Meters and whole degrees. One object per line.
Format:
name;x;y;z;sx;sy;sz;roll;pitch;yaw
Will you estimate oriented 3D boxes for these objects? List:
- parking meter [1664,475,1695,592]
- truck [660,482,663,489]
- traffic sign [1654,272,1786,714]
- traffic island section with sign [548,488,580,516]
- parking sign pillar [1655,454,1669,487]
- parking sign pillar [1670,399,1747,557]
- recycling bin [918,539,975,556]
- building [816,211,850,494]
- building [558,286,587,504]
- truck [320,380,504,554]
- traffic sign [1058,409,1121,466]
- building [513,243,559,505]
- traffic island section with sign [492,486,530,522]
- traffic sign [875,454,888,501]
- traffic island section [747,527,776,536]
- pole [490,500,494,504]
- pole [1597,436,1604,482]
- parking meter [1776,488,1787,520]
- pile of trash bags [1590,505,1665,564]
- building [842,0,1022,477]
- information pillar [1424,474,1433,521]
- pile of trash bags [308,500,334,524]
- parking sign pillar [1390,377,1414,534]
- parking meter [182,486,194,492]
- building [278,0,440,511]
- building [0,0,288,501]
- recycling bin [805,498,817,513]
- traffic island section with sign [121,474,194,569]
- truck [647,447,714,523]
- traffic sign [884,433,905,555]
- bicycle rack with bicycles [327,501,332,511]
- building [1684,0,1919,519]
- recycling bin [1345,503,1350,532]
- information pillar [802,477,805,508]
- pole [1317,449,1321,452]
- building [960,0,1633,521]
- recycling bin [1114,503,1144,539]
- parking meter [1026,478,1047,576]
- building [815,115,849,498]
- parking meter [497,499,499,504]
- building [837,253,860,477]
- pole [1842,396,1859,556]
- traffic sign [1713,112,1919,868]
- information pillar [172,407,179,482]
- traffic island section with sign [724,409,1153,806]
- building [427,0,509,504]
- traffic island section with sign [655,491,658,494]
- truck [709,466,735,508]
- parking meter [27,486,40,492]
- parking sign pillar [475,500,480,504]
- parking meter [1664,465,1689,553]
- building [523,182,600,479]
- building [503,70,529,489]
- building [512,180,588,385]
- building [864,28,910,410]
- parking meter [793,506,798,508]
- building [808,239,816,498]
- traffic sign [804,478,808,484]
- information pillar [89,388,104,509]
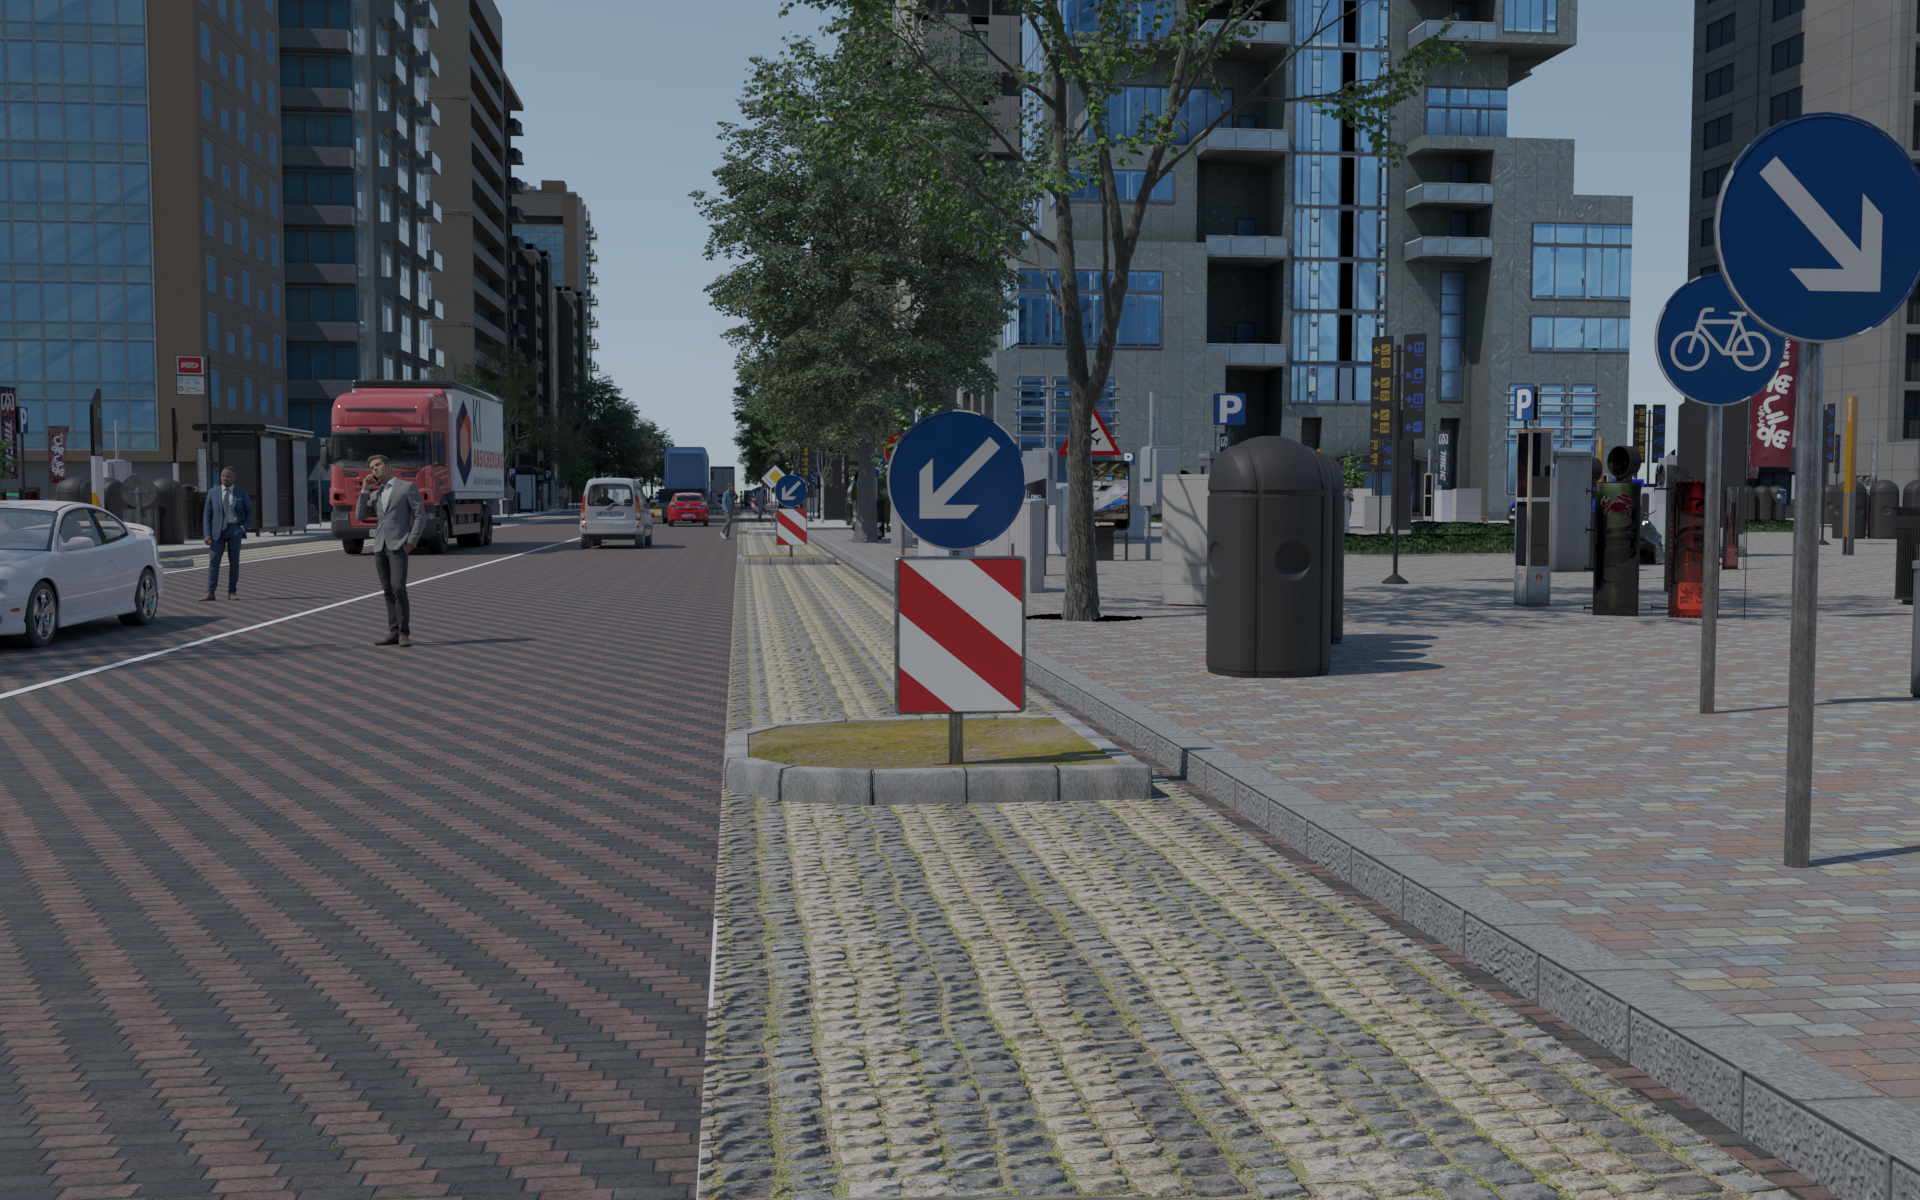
parking meter;9.446;-0.874;22.707;0.372;1.533;0.369;0;3;0
truck;-33.724;-12.840;205.852;3.469;3.379;9.791;0;4;-8
traffic sign;4.369;-0.608;10.054;0.768;2.556;0.104;0;4;-2
traffic island section with sign;-26.485;-6.557;115.839;1.989;1.847;2.006;0;4;-7
parking sign pillar;42.159;-7.040;103.579;1.447;3.967;1.447;-2;4;-30
parking sign pillar;15.455;-2.885;35.639;1.447;3.967;1.447;2;4;24
recycling bin;-0.171;-0.886;27.035;0.722;1.027;0.722;2;4;33
building;-14.005;-34.820;252.908;14.154;41.232;14.086;0;4;-7
building;-58.684;-28.429;236.507;14.160;30.474;14.107;0;4;-7
truck;-13.909;-3.421;44.843;2.839;4.237;11.283;0;4;-6
traffic sign;1.797;-1.473;24.081;0.884;2.594;0.081;0;3;0
building;-54.012;-25.995;196.720;14.160;30.474;14.107;0;4;-7
traffic island section with sign;-22.971;-4.864;88.156;1.989;1.847;2.006;0;4;-7
traffic sign;-2.673;-3.364;55.102;0.768;2.556;0.104;0;4;-6
traffic island section;-6.374;-2.318;60.175;2.009;0.180;2.903;0;4;-7
pole;-30.868;-7.357;114.131;0.158;3.312;0.155;0;3;0
pole;22.706;-4.133;61.422;0.158;3.312;0.155;0;3;0
parking meter;36.025;-4.131;75.957;0.372;1.533;0.369;0;3;0
pile of trash bags;11.330;-1.327;31.449;3.447;1.369;1.912;-3;5;-42
building;2.481;-36.431;184.884;28.713;52.752;27.495;0;4;-7
information pillar;17.226;-3.623;63.727;0.304;2.012;0.304;1;4;14
pile of trash bags;-28.011;-3.942;74.207;3.447;1.369;1.912;-3;5;-40
parking sign pillar;10.309;-3.178;40.435;1.447;3.967;1.447;1;4;12
parking meter;-24.757;-2.882;55.536;0.372;1.533;0.369;0;3;0
building;-47.782;-30.393;116.541;23.786;49.044;30.456;0;4;-7
building;-40.510;-26.298;80.082;14.600;45.320;14.200;0;4;-7
recycling bin;-10.281;-6.548;119.618;0.722;1.027;0.722;-1;4;-19
traffic island section with sign;-16.071;-1.528;33.604;1.989;1.847;2.006;0;4;-7
truck;-14.985;-6.279;92.419;2.967;4.110;18.799;0;4;-5
traffic sign;-1.193;-2.210;36.247;0.768;2.556;0.104;0;4;2
bicycle rack with bicycles;-30.696;-4.515;87.209;2.852;0.926;2.925;-2;4;-24
building;53.240;-39.833;89.519;20.611;71.187;20.563;0;4;-7
recycling bin;10.559;-2.234;49.074;0.722;1.027;0.722;3;5;41
information pillar;-8.680;-6.403;96.044;0.183;3.616;0.504;0;4;-8
pole;16.217;-5.167;78.324;0.158;3.312;0.155;0;3;0
building;15.629;-47.431;88.163;31.000;86.520;22.319;0;4;-7
recycling bin;4.805;-2.274;49.740;0.722;1.027;0.722;-3;4;-36
parking meter;1.172;-1.149;27.202;0.372;1.533;0.369;0;3;0
building;-12.416;-44.762;273.858;21.231;58.520;28.212;0;4;-7
parking meter;-29.017;-6.333;109.259;0.399;1.863;0.255;3;5;40
building;-7.641;-26.515;205.214;14.160;30.474;14.107;0;4;-7
pole;18.569;-2.586;36.118;0.158;3.312;0.155;0;3;0
traffic sign;2.885;-0.354;5.895;0.768;2.556;0.104;0;4;-6
information pillar;-21.218;-3.396;46.873;0.183;3.616;0.504;-1;4;-18
traffic island section with sign;-0.210;-0.016;8.882;1.989;1.847;2.006;0;4;-7
building;-51.404;-32.130;149.030;21.300;48.544;21.600;0;4;-7
traffic island section with sign;-43.129;-14.597;247.289;1.989;1.847;2.006;0;4;-7
truck;-24.693;-11.670;179.713;2.839;4.237;11.283;-1;4;-8
parking meter;-30.797;-3.010;57.620;0.372;1.533;0.369;0;3;0
parking sign pillar;-27.223;-6.609;96.535;1.447;3.967;1.447;2;4;33
parking meter;14.234;-1.752;34.364;0.399;1.863;0.255;0;4;-8
building;-68.422;-39.883;271.692;23.786;49.044;30.456;0;4;-7
building;-55.803;-31.767;174.018;22.147;44.769;28.867;0;4;-7
building;-61.465;-36.704;250.220;14.600;45.320;14.200;0;4;-7
building;-1.601;-31.407;163.621;14.600;45.320;14.200;0;4;-7
parking meter;-9.741;-5.877;101.805;0.255;1.863;0.399;2;4;35
building;-18.636;-39.443;295.000;14.600;45.320;14.200;0;4;-7
traffic sign;-12.425;-8.484;138.711;0.884;2.594;0.081;0;4;1
information pillar;-18.931;-2.854;38.015;0.183;3.616;0.504;0;4;-7
